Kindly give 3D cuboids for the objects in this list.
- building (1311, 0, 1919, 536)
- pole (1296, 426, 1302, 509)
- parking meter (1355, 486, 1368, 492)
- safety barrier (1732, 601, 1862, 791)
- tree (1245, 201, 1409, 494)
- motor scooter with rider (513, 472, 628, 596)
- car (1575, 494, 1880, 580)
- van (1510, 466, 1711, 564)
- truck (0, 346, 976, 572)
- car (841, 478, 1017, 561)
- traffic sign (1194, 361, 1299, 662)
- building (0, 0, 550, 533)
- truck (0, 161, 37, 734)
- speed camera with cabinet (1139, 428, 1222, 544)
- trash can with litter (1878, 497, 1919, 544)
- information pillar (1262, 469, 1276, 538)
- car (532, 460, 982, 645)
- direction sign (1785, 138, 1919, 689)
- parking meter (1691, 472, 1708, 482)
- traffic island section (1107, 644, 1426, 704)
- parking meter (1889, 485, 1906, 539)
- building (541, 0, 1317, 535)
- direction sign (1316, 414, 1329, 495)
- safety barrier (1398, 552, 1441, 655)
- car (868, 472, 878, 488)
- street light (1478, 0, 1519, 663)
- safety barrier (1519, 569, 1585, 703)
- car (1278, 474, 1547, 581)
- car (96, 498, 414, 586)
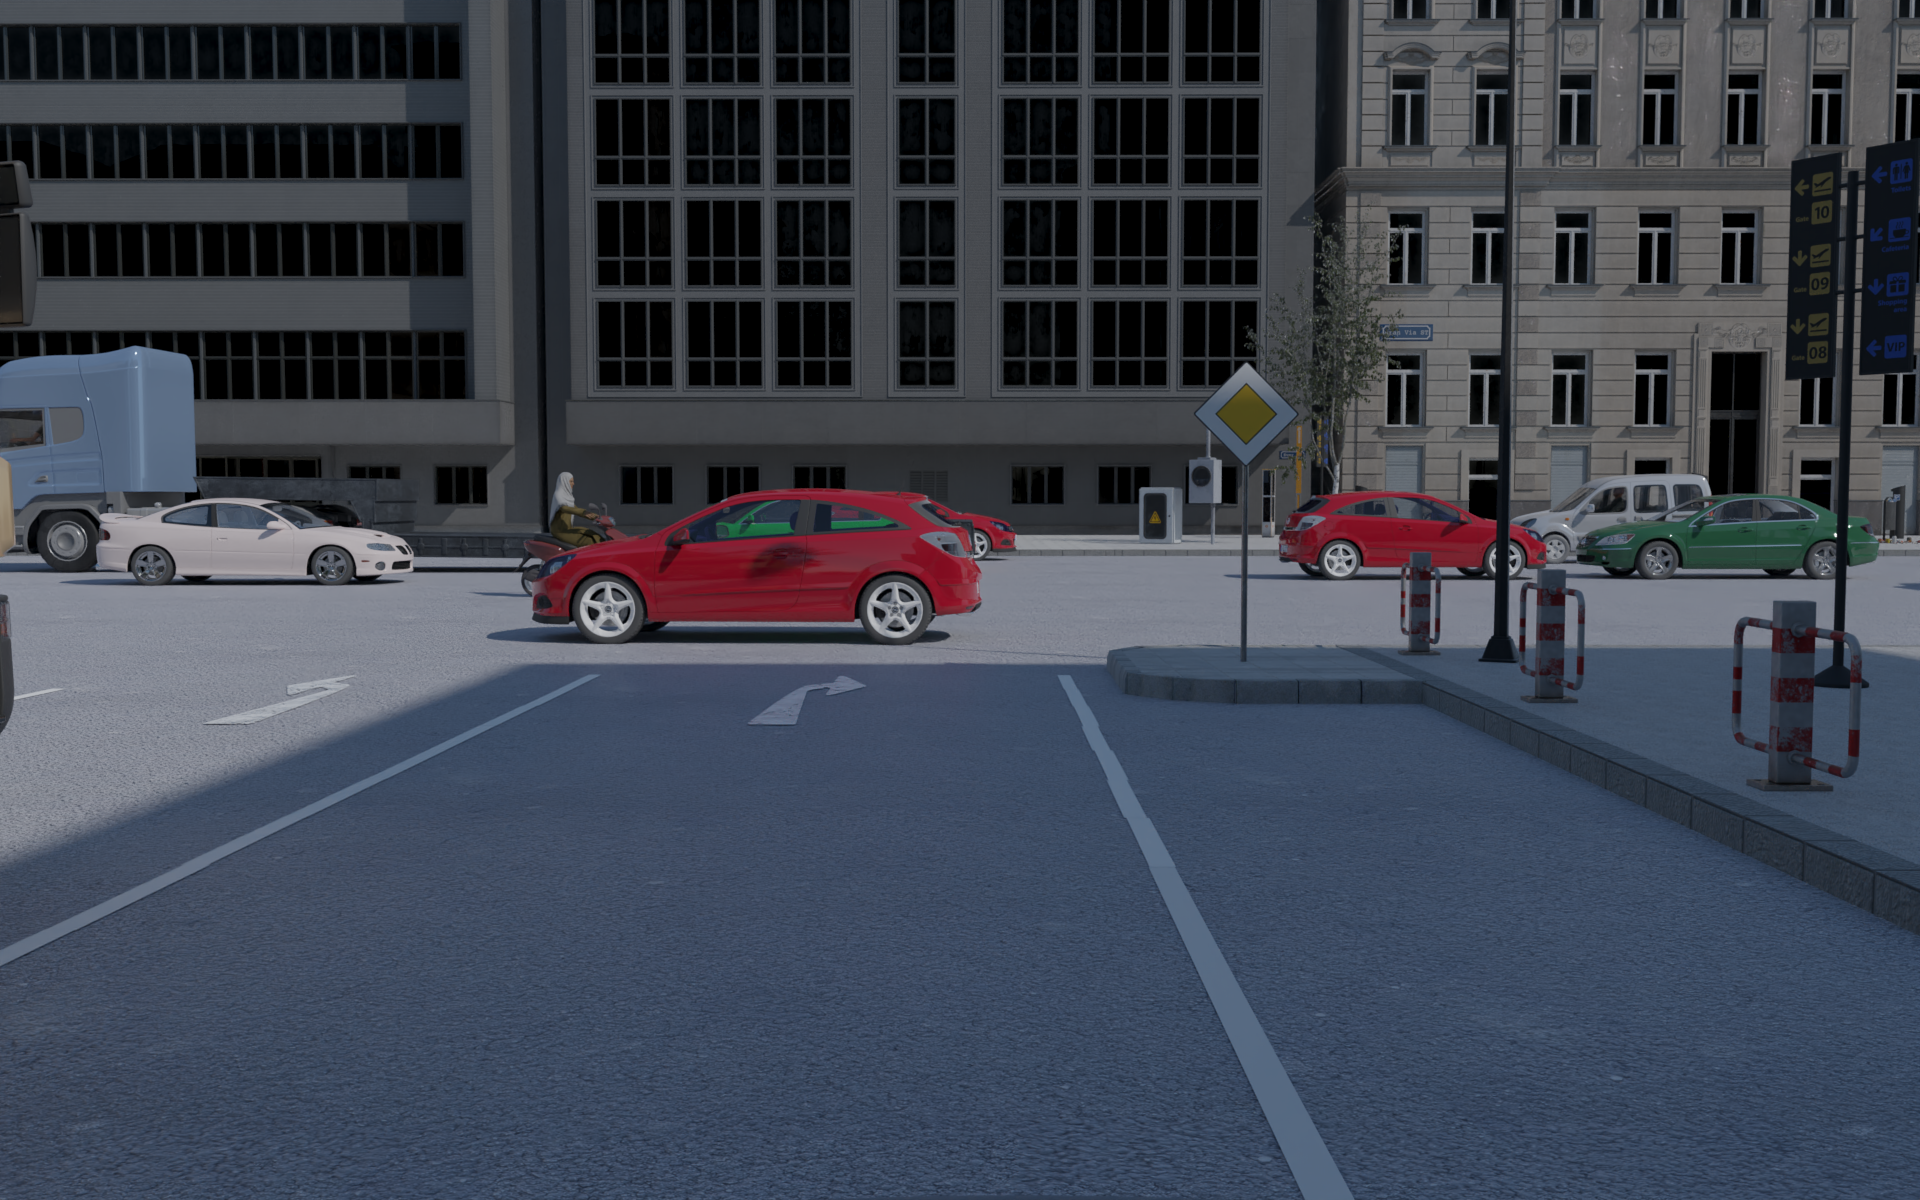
[{"bbox_3d":[23.885,-15.954,58.104,25.104,27.353,12.463,0,4,0],"label":"building"},{"bbox_3d":[10.155,-3.553,51.934,0.158,3.312,0.155,0,3,0],"label":"pole"},{"bbox_3d":[12.019,-2.659,51.889,0.372,1.533,0.369,0,3,0],"label":"parking meter"},{"bbox_3d":[3.618,0.412,7.531,0.300,0.817,1.120,0,4,0],"label":"safety barrier"},{"bbox_3d":[9.512,-5.737,44.154,4.360,8.622,3.978,0,3,0],"label":"tree"},{"bbox_3d":[-5.223,-0.922,24.045,1.986,1.779,0.876,0,4,0],"label":"motor scooter with rider"},{"bbox_3d":[13.108,-1.100,29.777,4.920,1.459,2.131,0,4,0],"label":"car"},{"bbox_3d":[13.487,-1.782,36.155,4.112,2.044,2.013,0,4,2],"label":"van"},{"bbox_3d":[-9.104,-2.612,32.463,18.799,4.110,2.967,0,3,0],"label":"truck"},{"bbox_3d":[-1.000,-1.757,37.768,4.494,1.783,2.155,0,4,-1],"label":"car"},{"bbox_3d":[2.168,-0.584,13.198,0.795,2.450,0.064,0,4,0],"label":"traffic sign"},{"bbox_3d":[-27.973,-14.660,58.758,30.058,24.678,14.314,0,4,0],"label":"building"},{"bbox_3d":[-5.144,-0.815,2.239,2.839,4.237,11.283,0,4,2],"label":"truck"},{"bbox_3d":[5.627,-3.056,44.303,2.038,3.252,0.660,2,4,30],"label":"speed camera with cabinet"},{"bbox_3d":[24.704,-2.106,45.485,2.233,1.210,1.678,-3,4,-36],"label":"trash can with litter"},{"bbox_3d":[9.082,-2.843,50.980,0.304,2.012,0.304,2,4,30],"label":"information pillar"},{"bbox_3d":[-2.026,-0.504,17.274,4.494,1.783,2.155,0,4,2],"label":"car"},{"bbox_3d":[5.877,-1.192,11.492,0.379,3.537,0.876,-2,4,-30],"label":"direction sign"},{"bbox_3d":[19.907,-2.503,46.631,0.399,1.863,0.255,3,5,44],"label":"parking meter"},{"bbox_3d":[2.192,0.551,13.275,2.009,0.180,2.903,0,4,0],"label":"traffic island section"},{"bbox_3d":[26.939,-2.529,49.767,0.372,1.533,0.369,0,3,0],"label":"parking meter"},{"bbox_3d":[-0.936,-16.217,58.660,24.014,27.812,14.314,0,4,0],"label":"building"},{"bbox_3d":[10.373,-3.527,49.667,0.379,3.537,0.876,2,4,33],"label":"direction sign"},{"bbox_3d":[3.670,0.028,13.823,0.300,0.817,1.120,0,4,0],"label":"safety barrier"},{"bbox_3d":[-2.701,-1.218,28.704,4.718,1.807,1.959,0,4,-1],"label":"car"},{"bbox_3d":[3.613,-2.483,13.137,1.470,5.913,1.316,0,4,0],"label":"street light"},{"bbox_3d":[3.643,0.219,10.688,0.300,0.817,1.120,0,4,0],"label":"safety barrier"},{"bbox_3d":[7.712,-1.251,29.487,4.494,1.783,2.155,0,4,-1],"label":"car"},{"bbox_3d":[-11.294,-0.950,27.893,4.827,1.381,2.083,0,4,-1],"label":"car"}]
